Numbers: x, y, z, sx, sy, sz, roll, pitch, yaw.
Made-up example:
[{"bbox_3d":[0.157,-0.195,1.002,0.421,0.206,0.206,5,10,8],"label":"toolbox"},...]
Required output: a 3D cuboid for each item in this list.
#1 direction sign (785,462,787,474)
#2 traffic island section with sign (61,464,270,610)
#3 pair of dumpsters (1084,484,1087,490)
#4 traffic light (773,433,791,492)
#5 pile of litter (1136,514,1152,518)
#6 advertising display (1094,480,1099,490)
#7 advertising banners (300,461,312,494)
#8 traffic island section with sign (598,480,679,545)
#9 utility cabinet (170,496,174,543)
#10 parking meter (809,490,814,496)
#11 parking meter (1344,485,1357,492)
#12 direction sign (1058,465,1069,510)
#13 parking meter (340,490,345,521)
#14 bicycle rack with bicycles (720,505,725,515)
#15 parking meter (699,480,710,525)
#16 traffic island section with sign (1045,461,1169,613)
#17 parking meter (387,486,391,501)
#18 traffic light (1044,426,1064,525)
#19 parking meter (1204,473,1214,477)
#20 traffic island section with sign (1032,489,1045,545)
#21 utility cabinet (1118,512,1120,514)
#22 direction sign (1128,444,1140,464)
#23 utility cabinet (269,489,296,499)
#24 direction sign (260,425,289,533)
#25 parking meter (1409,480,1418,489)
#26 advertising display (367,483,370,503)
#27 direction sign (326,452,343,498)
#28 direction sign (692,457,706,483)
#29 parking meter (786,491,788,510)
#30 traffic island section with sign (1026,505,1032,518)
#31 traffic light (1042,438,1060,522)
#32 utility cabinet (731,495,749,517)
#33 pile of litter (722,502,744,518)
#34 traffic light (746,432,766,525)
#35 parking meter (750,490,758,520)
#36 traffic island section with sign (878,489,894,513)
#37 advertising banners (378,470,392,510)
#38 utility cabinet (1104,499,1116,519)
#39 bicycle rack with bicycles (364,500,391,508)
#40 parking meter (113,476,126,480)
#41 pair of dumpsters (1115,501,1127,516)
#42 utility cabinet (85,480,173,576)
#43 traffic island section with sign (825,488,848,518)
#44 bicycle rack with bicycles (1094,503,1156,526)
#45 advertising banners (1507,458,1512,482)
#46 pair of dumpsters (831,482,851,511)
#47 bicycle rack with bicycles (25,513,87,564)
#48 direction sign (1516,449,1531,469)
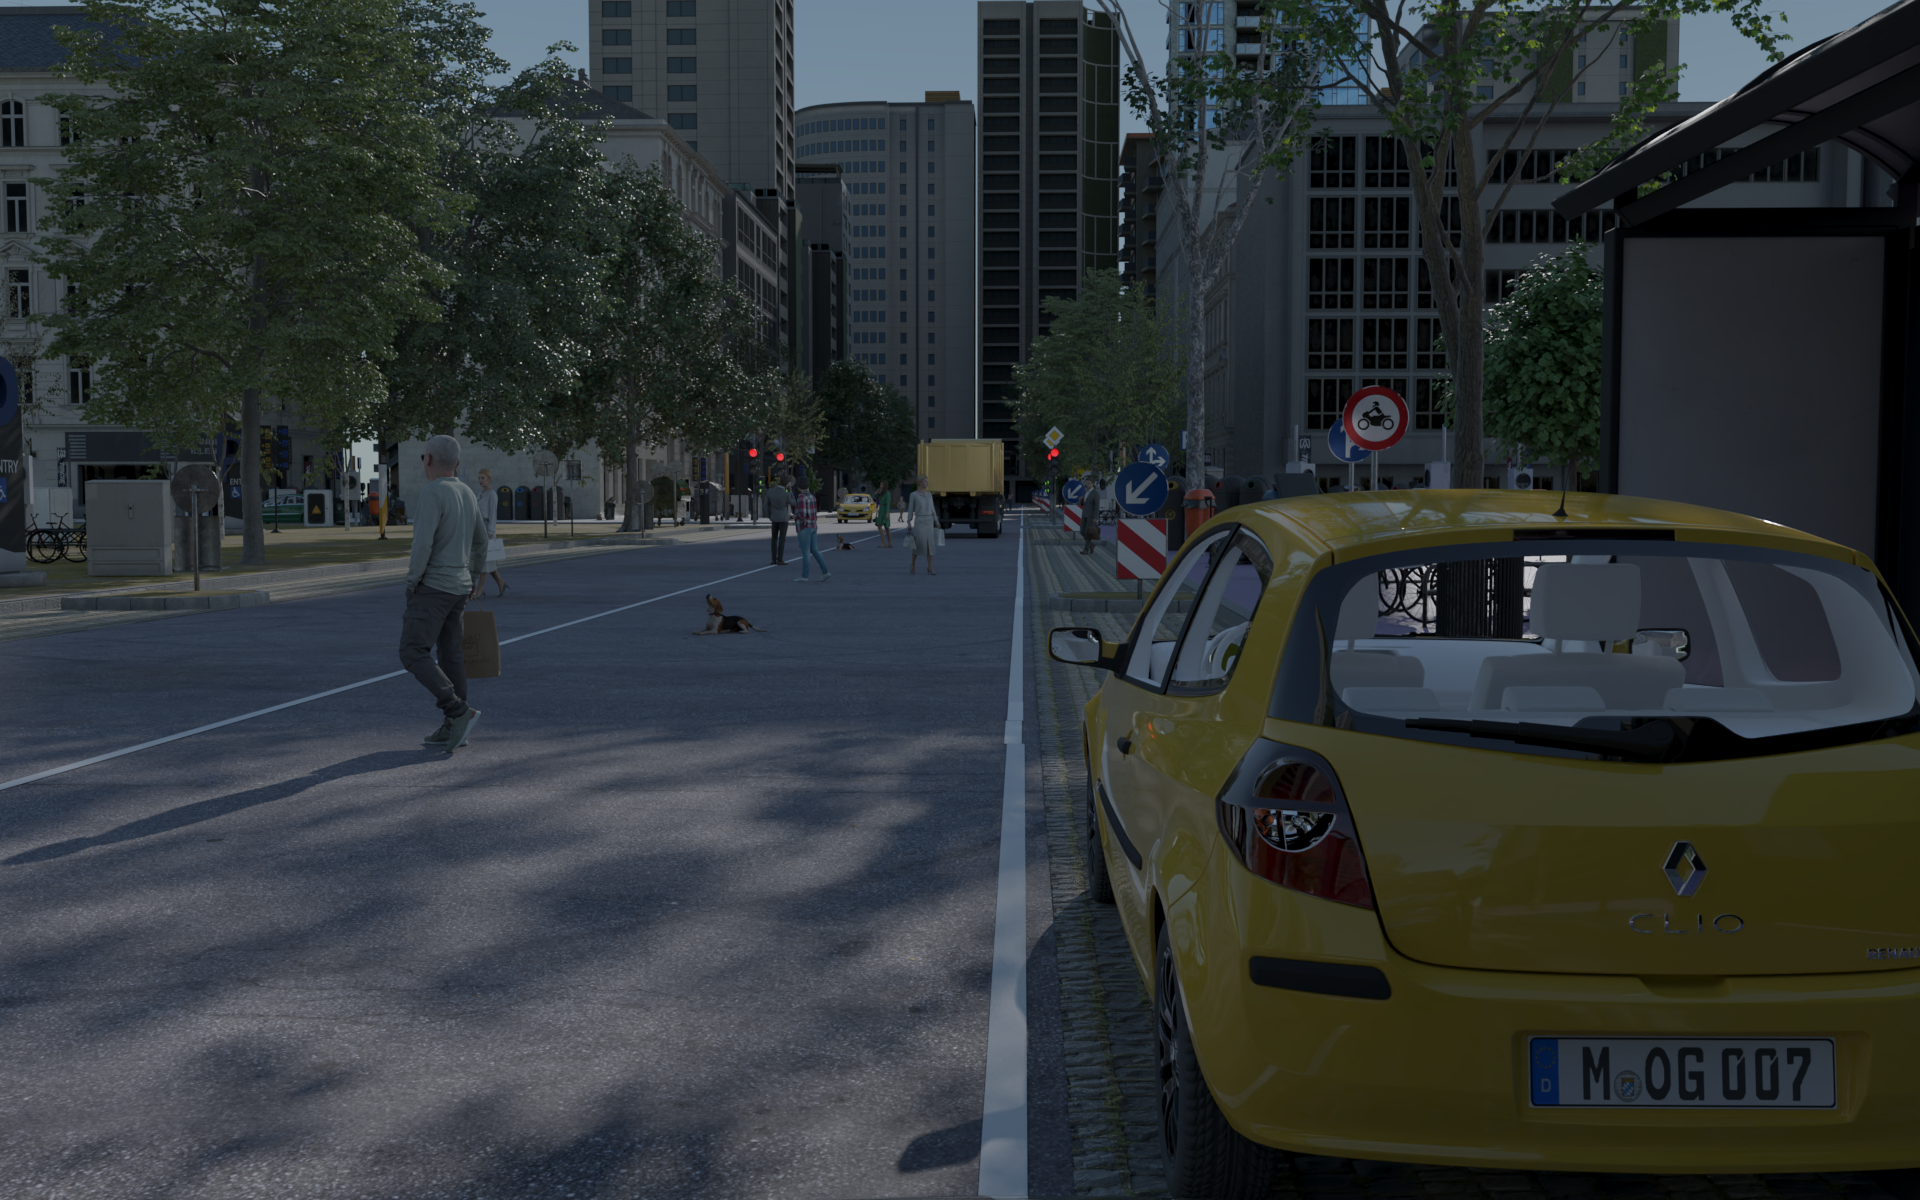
[{"bbox_3d":[-12.270,-7.938,121.789,0.379,3.537,0.876,1,4,9],"label":"direction sign"},{"bbox_3d":[-10.046,-0.831,22.216,1.989,1.847,2.006,0,4,2],"label":"traffic island section with sign"},{"bbox_3d":[7.661,-6.021,100.942,1.574,2.255,4.437,0,4,2],"label":"pair of dumpsters"},{"bbox_3d":[-8.232,-5.566,79.922,0.839,4.253,0.868,0,4,2],"label":"traffic light"},{"bbox_3d":[9.341,-4.737,91.408,1.719,0.858,1.176,0,4,4],"label":"pile of litter"},{"bbox_3d":[6.412,-4.692,81.936,0.123,1.923,0.974,-2,4,-30],"label":"advertising display"},{"bbox_3d":[-35.369,-5.891,92.504,0.090,3.025,2.074,2,4,26],"label":"advertising banners"},{"bbox_3d":[-9.065,-2.479,49.153,1.989,1.847,2.006,0,4,2],"label":"traffic island section with sign"},{"bbox_3d":[-20.823,-2.092,45.364,0.306,1.237,1.020,-2,4,-33],"label":"utility cabinet"},{"bbox_3d":[-9.304,-6.109,108.290,0.372,1.533,0.369,0,3,0],"label":"parking meter"},{"bbox_3d":[10.757,-2.406,47.749,0.372,1.533,0.369,0,3,0],"label":"parking meter"},{"bbox_3d":[8.114,-8.806,135.975,0.876,3.537,0.379,-1,4,-20],"label":"direction sign"},{"bbox_3d":[-29.295,-4.524,82.374,0.372,1.533,0.369,0,3,0],"label":"parking meter"},{"bbox_3d":[-15.532,-5.621,105.288,2.925,0.926,2.852,-2,4,-33],"label":"bicycle rack with bicycles"},{"bbox_3d":[-10.767,-4.115,72.985,0.255,1.863,0.399,2,4,33],"label":"parking meter"},{"bbox_3d":[2.109,-0.799,21.693,1.989,1.847,2.006,0,4,2],"label":"traffic island section with sign"},{"bbox_3d":[-43.020,-7.635,130.541,0.255,1.863,0.399,-1,4,-22],"label":"parking meter"},{"bbox_3d":[3.882,-5.051,71.510,0.839,4.253,0.868,0,4,2],"label":"traffic light"},{"bbox_3d":[6.549,-2.461,45.956,0.399,1.863,0.255,2,4,24],"label":"parking meter"},{"bbox_3d":[3.092,-2.452,48.713,1.989,1.847,2.006,0,4,2],"label":"traffic island section with sign"},{"bbox_3d":[11.363,-6.705,120.786,1.020,1.237,0.306,0,4,1],"label":"utility cabinet"},{"bbox_3d":[7.899,-5.302,78.690,0.379,3.537,0.876,-2,4,-31],"label":"direction sign"},{"bbox_3d":[-31.605,-4.414,80.846,1.173,1.500,0.318,0,4,7],"label":"utility cabinet"},{"bbox_3d":[-22.592,-3.985,57.146,0.876,3.537,0.379,-1,4,-13],"label":"direction sign"},{"bbox_3d":[18.535,-3.988,70.907,0.399,1.863,0.255,1,4,22],"label":"parking meter"},{"bbox_3d":[-33.761,-5.763,99.435,0.123,1.923,0.974,0,4,6],"label":"advertising display"},{"bbox_3d":[-33.469,-6.159,92.701,0.876,3.537,0.379,0,4,2],"label":"direction sign"},{"bbox_3d":[-16.090,-7.029,106.914,0.876,3.537,0.379,-1,4,-22],"label":"direction sign"},{"bbox_3d":[-10.380,-6.010,103.972,0.399,1.863,0.255,1,4,17],"label":"parking meter"},{"bbox_3d":[5.100,-5.844,104.185,1.989,1.847,2.006,0,4,2],"label":"traffic island section with sign"},{"bbox_3d":[4.172,-5.539,79.490,0.839,4.253,0.868,0,4,2],"label":"traffic light"},{"bbox_3d":[-12.166,-5.171,95.714,1.020,1.237,0.306,2,4,30],"label":"utility cabinet"},{"bbox_3d":[-12.250,-4.904,94.149,1.176,0.858,1.719,3,4,37],"label":"pile of litter"},{"bbox_3d":[-8.522,-5.078,71.942,0.839,4.253,0.868,0,4,2],"label":"traffic light"},{"bbox_3d":[-10.027,-4.650,84.432,0.372,1.533,0.369,0,3,0],"label":"parking meter"},{"bbox_3d":[-6.043,-7.554,132.128,1.989,1.847,2.006,0,4,2],"label":"traffic island section with sign"},{"bbox_3d":[-42.643,-8.115,128.867,0.090,3.025,2.074,1,4,16],"label":"advertising banners"},{"bbox_3d":[7.242,-4.761,86.520,1.173,1.500,0.318,-3,5,-40],"label":"utility cabinet"},{"bbox_3d":[-47.006,-7.653,138.515,2.852,0.926,2.925,3,5,42],"label":"bicycle rack with bicycles"},{"bbox_3d":[-27.886,-3.167,57.499,0.399,1.863,0.255,1,4,18],"label":"parking meter"},{"bbox_3d":[8.755,-5.704,95.751,1.574,2.255,4.437,0,4,2],"label":"pair of dumpsters"},{"bbox_3d":[-12.934,-1.117,26.948,1.173,1.500,0.318,0,4,-3],"label":"utility cabinet"},{"bbox_3d":[-7.050,-5.872,104.634,1.989,1.847,2.006,0,4,2],"label":"traffic island section with sign"},{"bbox_3d":[6.581,-3.482,70.310,2.925,0.926,2.852,0,4,-2],"label":"bicycle rack with bicycles"},{"bbox_3d":[26.006,-5.179,80.859,0.090,3.025,2.074,-1,4,-10],"label":"advertising banners"},{"bbox_3d":[-9.308,-7.977,132.921,1.574,2.255,4.437,0,4,2],"label":"pair of dumpsters"},{"bbox_3d":[-16.799,-1.185,32.761,2.925,0.926,2.852,-1,4,-10],"label":"bicycle rack with bicycles"},{"bbox_3d":[27.625,-5.684,84.924,0.876,3.537,0.379,-1,4,-20],"label":"direction sign"}]
